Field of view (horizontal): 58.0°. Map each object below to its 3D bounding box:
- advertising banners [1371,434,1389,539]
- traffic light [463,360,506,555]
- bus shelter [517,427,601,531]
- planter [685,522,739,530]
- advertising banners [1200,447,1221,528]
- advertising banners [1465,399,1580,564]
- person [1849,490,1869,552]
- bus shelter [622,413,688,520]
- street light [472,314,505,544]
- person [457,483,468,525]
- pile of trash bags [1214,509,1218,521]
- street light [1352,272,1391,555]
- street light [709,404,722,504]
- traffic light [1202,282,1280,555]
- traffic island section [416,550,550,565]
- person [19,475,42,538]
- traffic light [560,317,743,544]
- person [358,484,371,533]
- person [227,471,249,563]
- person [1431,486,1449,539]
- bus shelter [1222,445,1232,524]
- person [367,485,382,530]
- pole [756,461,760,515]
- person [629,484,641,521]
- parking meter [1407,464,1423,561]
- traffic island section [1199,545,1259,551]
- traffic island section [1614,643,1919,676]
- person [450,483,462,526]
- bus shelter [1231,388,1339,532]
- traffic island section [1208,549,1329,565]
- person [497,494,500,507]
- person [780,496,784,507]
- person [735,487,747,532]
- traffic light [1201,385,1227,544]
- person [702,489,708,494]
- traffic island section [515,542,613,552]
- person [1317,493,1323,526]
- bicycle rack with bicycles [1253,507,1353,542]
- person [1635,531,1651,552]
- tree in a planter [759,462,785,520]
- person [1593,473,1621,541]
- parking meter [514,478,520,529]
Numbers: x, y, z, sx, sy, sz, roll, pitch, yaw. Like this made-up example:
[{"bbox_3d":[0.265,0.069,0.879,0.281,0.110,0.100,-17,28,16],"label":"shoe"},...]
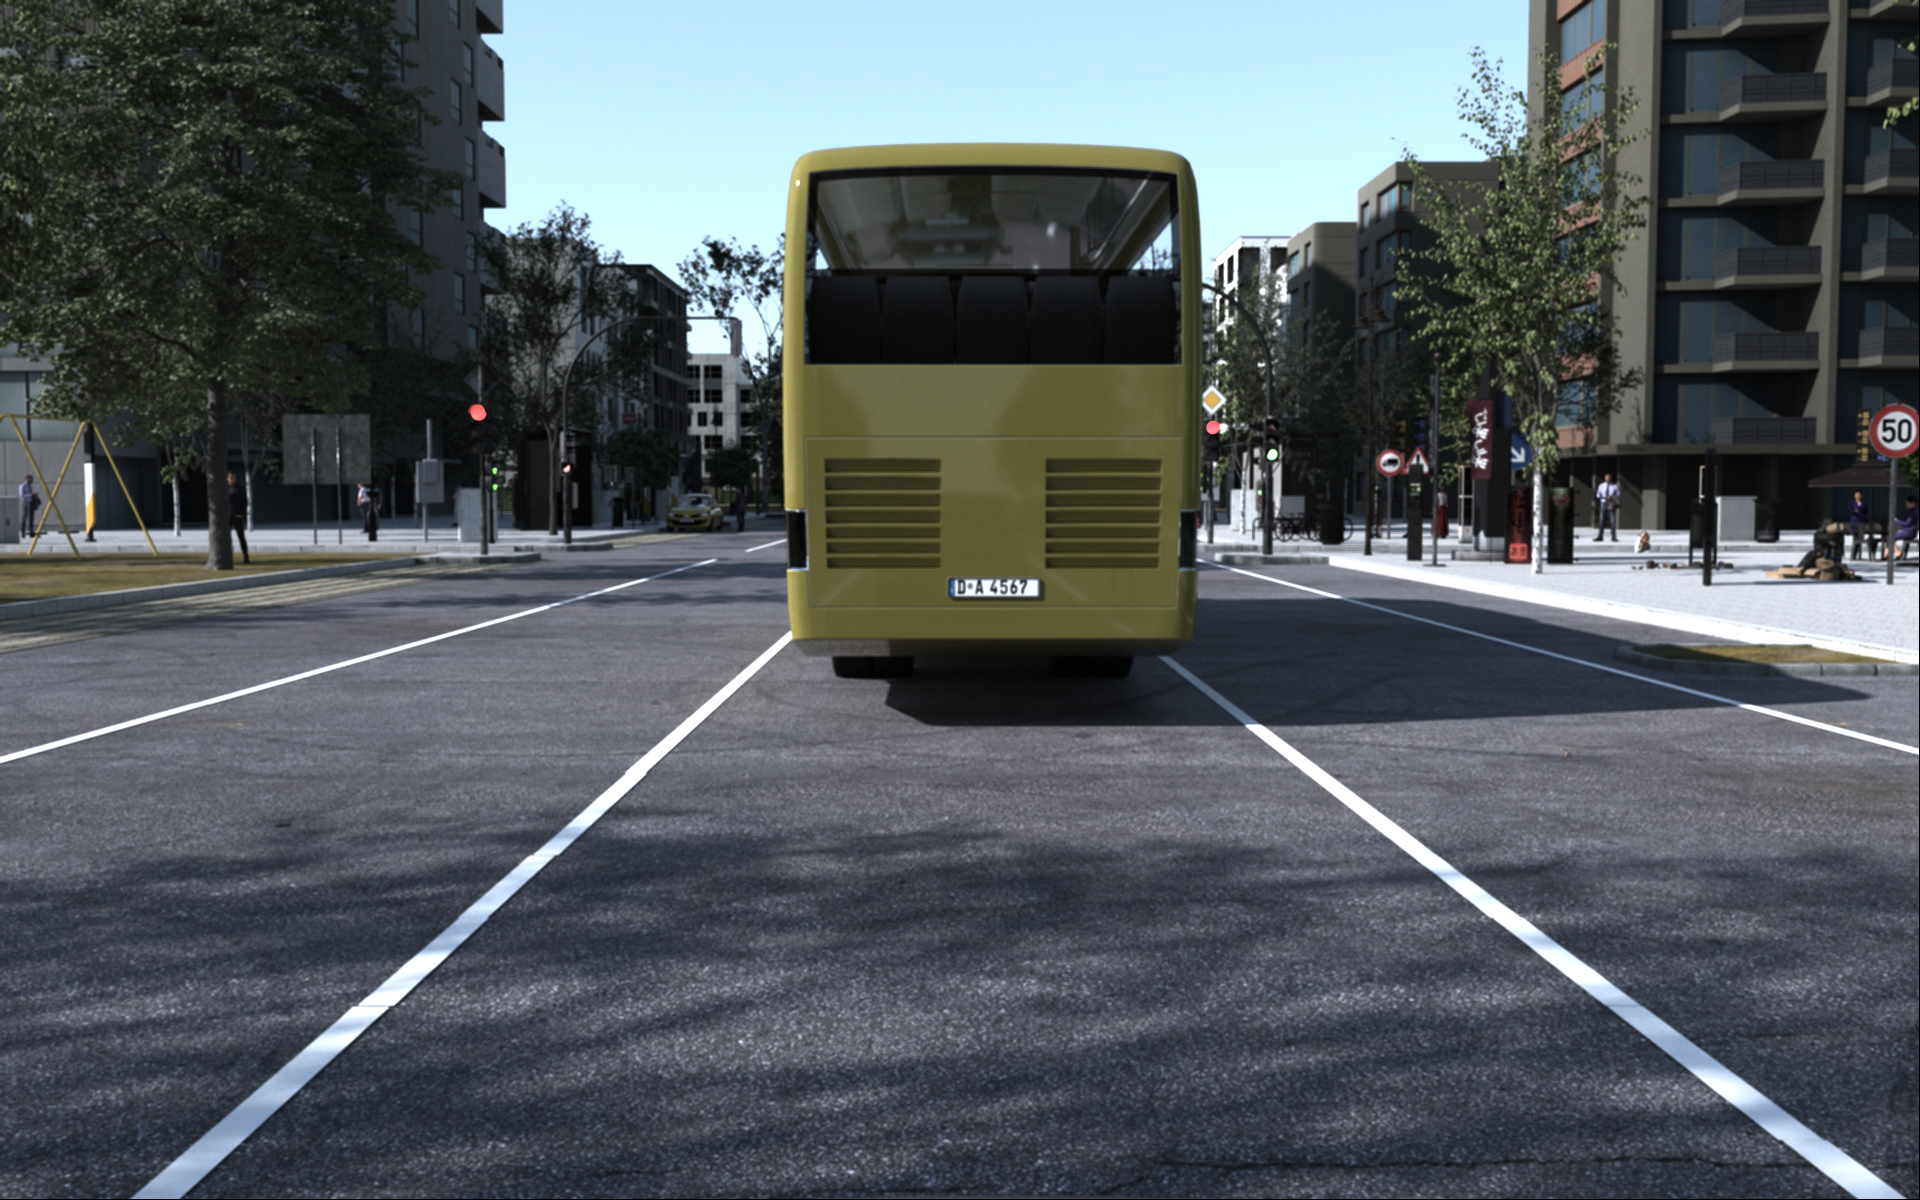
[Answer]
[{"bbox_3d":[12.197,-3.316,50.400,0.090,3.025,2.074,2,4,29],"label":"advertising banners"},{"bbox_3d":[-10.019,-2.905,36.423,0.839,4.253,0.868,0,4,0],"label":"traffic light"},{"bbox_3d":[-14.583,-4.403,63.277,1.731,3.624,6.357,0,4,0],"label":"bus shelter"},{"bbox_3d":[-9.929,-2.954,69.444,1.991,0.319,1.994,0,4,0],"label":"planter"},{"bbox_3d":[8.811,-4.219,65.173,2.074,3.025,0.090,2,4,26],"label":"advertising banners"},{"bbox_3d":[10.295,-2.177,31.776,2.074,3.025,0.090,0,4,6],"label":"advertising banners"},{"bbox_3d":[20.938,-1.800,40.296,0.453,1.535,0.546,0,4,-4],"label":"person"},{"bbox_3d":[-15.630,-6.771,88.330,2.179,5.291,8.768,0,4,0],"label":"bus shelter"},{"bbox_3d":[-12.139,-4.399,44.712,0.468,5.910,1.993,0,4,0],"label":"street light"},{"bbox_3d":[-20.697,-3.988,72.053,0.445,1.727,0.742,0,4,-8],"label":"person"},{"bbox_3d":[10.861,-4.414,81.924,1.912,1.369,3.447,2,4,28],"label":"pile of trash bags"},{"bbox_3d":[8.564,-3.877,36.183,0.468,5.910,1.993,0,4,0],"label":"street light"},{"bbox_3d":[-12.328,-7.026,87.661,0.468,5.910,1.993,0,4,0],"label":"street light"},{"bbox_3d":[4.390,-3.775,36.381,4.771,5.953,1.251,0,4,0],"label":"traffic light"},{"bbox_3d":[-10.060,-0.873,36.557,2.009,0.180,2.903,0,4,0],"label":"traffic island section"},{"bbox_3d":[-27.173,-2.741,50.731,0.599,1.838,0.709,0,4,6],"label":"person"},{"bbox_3d":[-7.975,-4.268,44.455,4.771,5.953,1.251,0,4,0],"label":"traffic light"},{"bbox_3d":[-19.606,-3.050,56.857,0.436,1.711,0.756,1,4,19],"label":"person"},{"bbox_3d":[-13.477,-1.537,32.087,0.541,1.710,0.530,0,4,4],"label":"person"},{"bbox_3d":[13.844,-2.531,49.899,0.523,1.526,0.387,-1,4,-15],"label":"person"},{"bbox_3d":[12.427,-5.852,73.319,2.179,5.291,8.768,0,4,0],"label":"bus shelter"},{"bbox_3d":[-20.918,-3.398,61.731,0.598,1.807,0.434,1,4,18],"label":"person"},{"bbox_3d":[-12.345,-6.842,105.717,0.158,3.312,0.155,0,3,0],"label":"pole"},{"bbox_3d":[-15.285,-4.608,81.513,0.598,1.807,0.434,2,4,29],"label":"person"},{"bbox_3d":[8.780,-1.694,33.402,0.255,1.863,0.399,1,4,19],"label":"parking meter"},{"bbox_3d":[6.475,-1.367,44.634,2.009,0.180,2.903,0,4,0],"label":"traffic island section"},{"bbox_3d":[6.657,0.504,14.619,1.991,0.108,1.994,0,4,0],"label":"traffic island section"},{"bbox_3d":[-19.980,-3.813,69.056,0.621,1.740,0.551,0,4,1],"label":"person"},{"bbox_3d":[11.784,-5.223,63.028,2.179,5.291,8.768,0,4,0],"label":"bus shelter"},{"bbox_3d":[6.522,-0.879,36.649,2.009,0.180,2.903,0,4,0],"label":"traffic island section"},{"bbox_3d":[-20.263,-4.098,75.315,0.482,1.546,0.388,-1,4,-23],"label":"person"},{"bbox_3d":[-16.947,-9.751,165.986,0.721,1.766,1.217,1,4,20],"label":"person"},{"bbox_3d":[-8.377,-3.470,66.158,0.541,1.710,0.530,-2,4,-35],"label":"person"},{"bbox_3d":[6.435,-3.401,44.520,0.839,4.253,0.868,0,4,0],"label":"traffic light"},{"bbox_3d":[-25.557,-10.239,173.538,1.348,1.812,0.705,-2,4,-27],"label":"person"},{"bbox_3d":[-10.106,-1.362,44.542,2.009,0.180,2.903,0,4,0],"label":"traffic island section"},{"bbox_3d":[14.212,-3.591,68.663,0.435,1.345,0.340,-3,5,-39],"label":"person"},{"bbox_3d":[9.509,-2.104,47.784,2.925,0.926,2.852,-1,4,-16],"label":"bicycle rack with bicycles"},{"bbox_3d":[16.551,-1.406,41.966,0.357,0.543,0.381,2,4,24],"label":"person"},{"bbox_3d":[-10.075,-6.060,96.298,1.991,3.239,1.994,0,4,0],"label":"tree in a planter"},{"bbox_3d":[17.449,-2.496,46.713,0.709,1.838,0.599,2,4,28],"label":"person"},{"bbox_3d":[-16.153,-3.521,63.283,0.255,1.863,0.399,-1,4,-16],"label":"parking meter"}]
